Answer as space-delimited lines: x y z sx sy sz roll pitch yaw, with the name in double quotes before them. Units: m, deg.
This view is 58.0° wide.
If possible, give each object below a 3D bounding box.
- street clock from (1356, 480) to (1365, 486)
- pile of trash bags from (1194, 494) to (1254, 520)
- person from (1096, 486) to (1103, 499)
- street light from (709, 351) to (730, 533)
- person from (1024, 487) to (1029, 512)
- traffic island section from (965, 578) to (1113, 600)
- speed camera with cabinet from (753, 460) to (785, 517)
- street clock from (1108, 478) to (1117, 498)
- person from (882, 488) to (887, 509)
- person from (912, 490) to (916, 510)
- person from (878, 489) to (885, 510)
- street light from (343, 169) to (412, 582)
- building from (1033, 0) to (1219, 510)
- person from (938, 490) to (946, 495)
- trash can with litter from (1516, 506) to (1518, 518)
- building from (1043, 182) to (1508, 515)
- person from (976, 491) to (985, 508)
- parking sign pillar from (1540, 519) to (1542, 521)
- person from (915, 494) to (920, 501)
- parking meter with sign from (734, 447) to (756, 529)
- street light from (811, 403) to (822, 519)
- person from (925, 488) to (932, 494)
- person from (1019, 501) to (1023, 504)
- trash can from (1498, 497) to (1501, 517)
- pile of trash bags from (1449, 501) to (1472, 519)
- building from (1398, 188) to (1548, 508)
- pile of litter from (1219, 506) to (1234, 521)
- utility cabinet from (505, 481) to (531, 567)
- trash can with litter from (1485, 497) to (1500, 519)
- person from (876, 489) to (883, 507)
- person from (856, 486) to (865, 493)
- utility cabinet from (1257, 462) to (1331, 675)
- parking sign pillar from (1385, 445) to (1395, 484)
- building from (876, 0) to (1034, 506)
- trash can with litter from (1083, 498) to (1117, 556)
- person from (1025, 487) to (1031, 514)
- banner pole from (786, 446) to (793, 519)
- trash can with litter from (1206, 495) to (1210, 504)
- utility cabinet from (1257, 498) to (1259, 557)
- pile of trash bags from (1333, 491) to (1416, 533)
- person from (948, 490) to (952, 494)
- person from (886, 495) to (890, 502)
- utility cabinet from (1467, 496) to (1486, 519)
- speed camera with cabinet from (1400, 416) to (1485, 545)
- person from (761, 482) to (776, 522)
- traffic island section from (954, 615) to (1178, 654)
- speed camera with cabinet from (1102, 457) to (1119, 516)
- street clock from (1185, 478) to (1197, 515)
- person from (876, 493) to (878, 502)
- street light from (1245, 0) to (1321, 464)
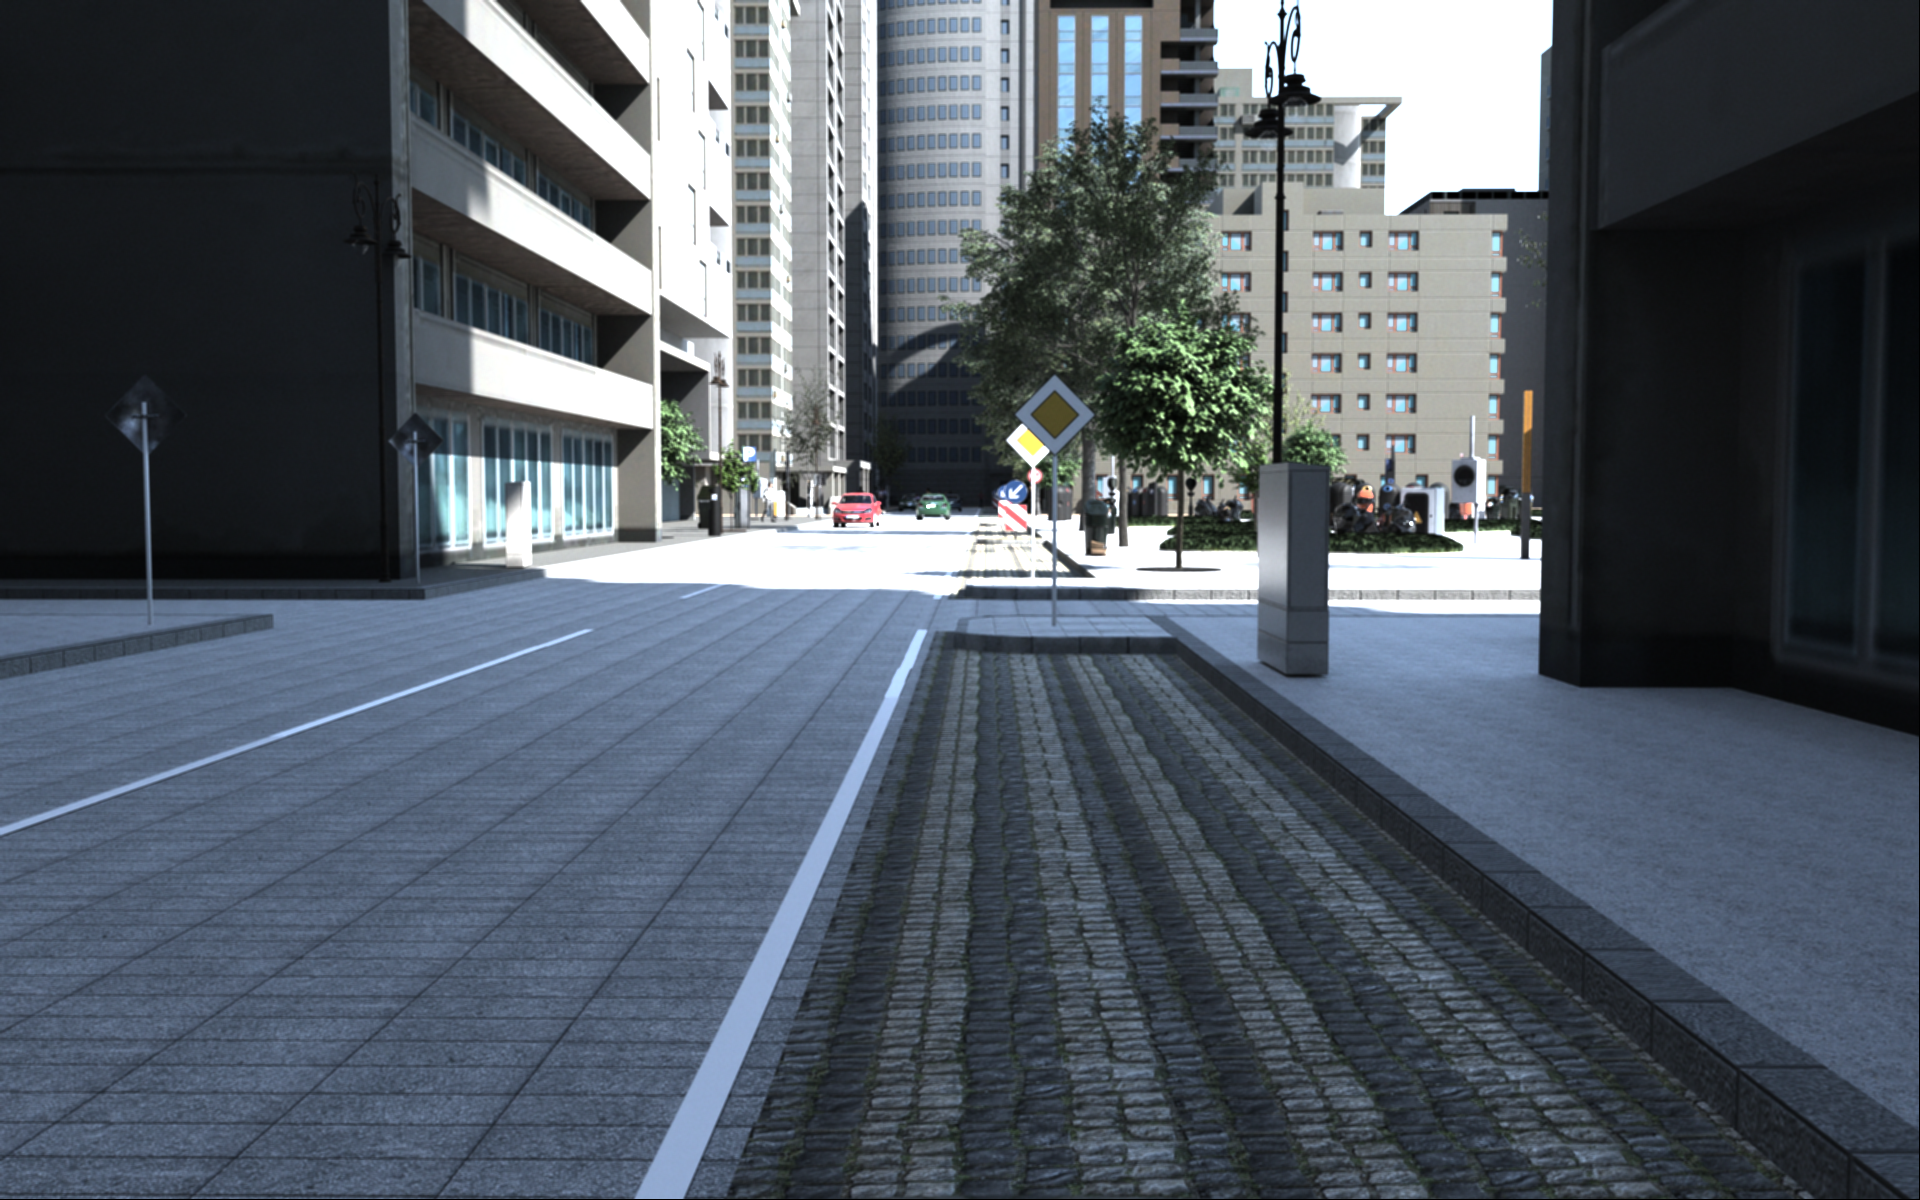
"street clock" 19.907 -5.033 86.862 0.358 2.002 0.471 2 4 34
"pile of trash bags" 11.424 -3.888 73.316 3.447 1.369 1.912 3 5 44
"person" 8.382 -6.211 107.555 1.348 1.831 0.705 0 4 3
"street light" -7.792 -5.106 56.276 0.468 5.910 1.993 0 4 1
"person" 4.910 -7.361 126.539 1.348 1.807 0.705 1 4 14
"traffic island section" 1.083 -0.157 24.854 2.009 0.180 2.903 0 4 1
"speed camera with cabinet" -11.008 -6.442 99.665 2.038 3.252 0.660 3 4 38
"street clock" 6.676 -4.368 75.985 0.358 2.002 0.471 2 4 33
"person" -6.550 -8.673 147.722 0.709 1.838 0.599 2 4 31
"person" -4.149 -8.929 154.577 0.705 1.814 1.350 3 5 41
"person" -6.377 -8.160 140.401 0.436 1.711 0.756 -1 4 -14
"street light" -8.395 -3.200 25.113 0.468 5.910 1.993 0 4 1
"building" 13.131 -30.128 142.706 14.600 45.320 14.200 0 4 1
"person" -1.379 -7.206 127.122 0.742 1.727 0.445 -2 4 -31
"trash can with litter" 28.779 -4.848 90.652 1.055 1.170 0.624 0 4 8
"building" 20.135 -16.928 121.813 27.650 21.520 28.899 0 4 1
"person" 2.132 -10.041 173.387 1.217 1.743 0.721 -1 4 -12
"parking sign pillar" 26.112 -5.331 75.629 1.447 3.967 1.447 -1 4 -16
"person" -3.132 -7.249 130.247 0.421 1.427 0.697 -2 4 -35
"parking meter with sign" -8.089 -4.185 64.680 0.543 3.016 1.738 -1 4 -21
"street light" -7.290 -7.048 88.026 0.468 5.910 1.993 0 4 1
"person" -2.024 -6.157 109.262 1.348 1.812 0.705 -2 4 -33
"person" 5.788 -9.767 166.265 0.617 1.759 0.750 1 4 15
"trash can" 29.657 -5.113 95.252 0.748 1.137 0.748 0 3 0
"pile of trash bags" 19.173 -3.580 68.288 1.912 1.369 3.447 -1 4 -16
"building" 50.327 -24.196 167.297 14.107 30.474 14.160 0 4 1
"pile of litter" 9.167 -2.904 61.451 1.176 0.858 1.719 3 4 36
"utility cabinet" -7.769 -1.330 30.426 0.318 1.500 1.173 0 4 -7
"trash can with litter" 20.649 -3.445 67.706 0.624 1.170 1.055 -1 4 -13
"person" -6.807 -8.711 149.287 0.721 1.723 1.217 2 4 35
"person" -6.861 -6.964 119.932 1.348 1.821 0.705 1 4 16
"utility cabinet" 2.437 -0.243 12.645 0.318 1.500 1.173 0 3 0
"parking sign pillar" 23.675 -6.533 95.291 1.447 3.967 1.447 1 4 11
"building" 0.889 -39.858 193.682 28.212 58.520 21.231 0 4 1
"trash can with litter" 2.905 -1.505 35.993 0.624 1.170 1.055 0 4 -4
"person" 4.522 -6.280 109.245 1.217 1.766 0.721 3 4 38
"banner pole" -8.956 -6.120 90.082 0.401 3.779 0.863 -1 4 -21
"trash can with litter" 14.006 -5.336 98.293 1.678 1.210 2.233 0 4 1
"utility cabinet" 6.498 -1.448 34.834 1.020 1.237 0.306 2 4 34
"pile of trash bags" 10.187 -2.022 42.804 1.912 1.369 3.447 0 4 4
"person" -0.947 -10.043 172.847 1.348 1.807 0.705 1 4 23
"person" -7.306 -10.163 173.130 0.541 1.710 0.530 0 4 4
"utility cabinet" 24.334 -4.315 81.720 1.020 1.237 0.306 -2 4 -29
"speed camera with cabinet" 12.310 -3.050 44.211 2.038 3.252 0.660 3 4 37
"person" -8.834 -4.500 79.723 0.850 1.850 0.679 2 4 33
"traffic island section" 0.960 0.331 16.870 2.009 0.180 2.903 0 4 1
"speed camera with cabinet" 7.847 -5.816 89.426 0.660 3.252 2.038 1 4 17
"street clock" 10.206 -4.401 76.526 0.471 2.002 0.358 1 4 15
"person" -7.913 -9.526 165.057 0.557 1.426 1.065 0 4 -3
"street light" 3.012 -2.665 16.360 0.468 5.910 1.993 0 4 1
